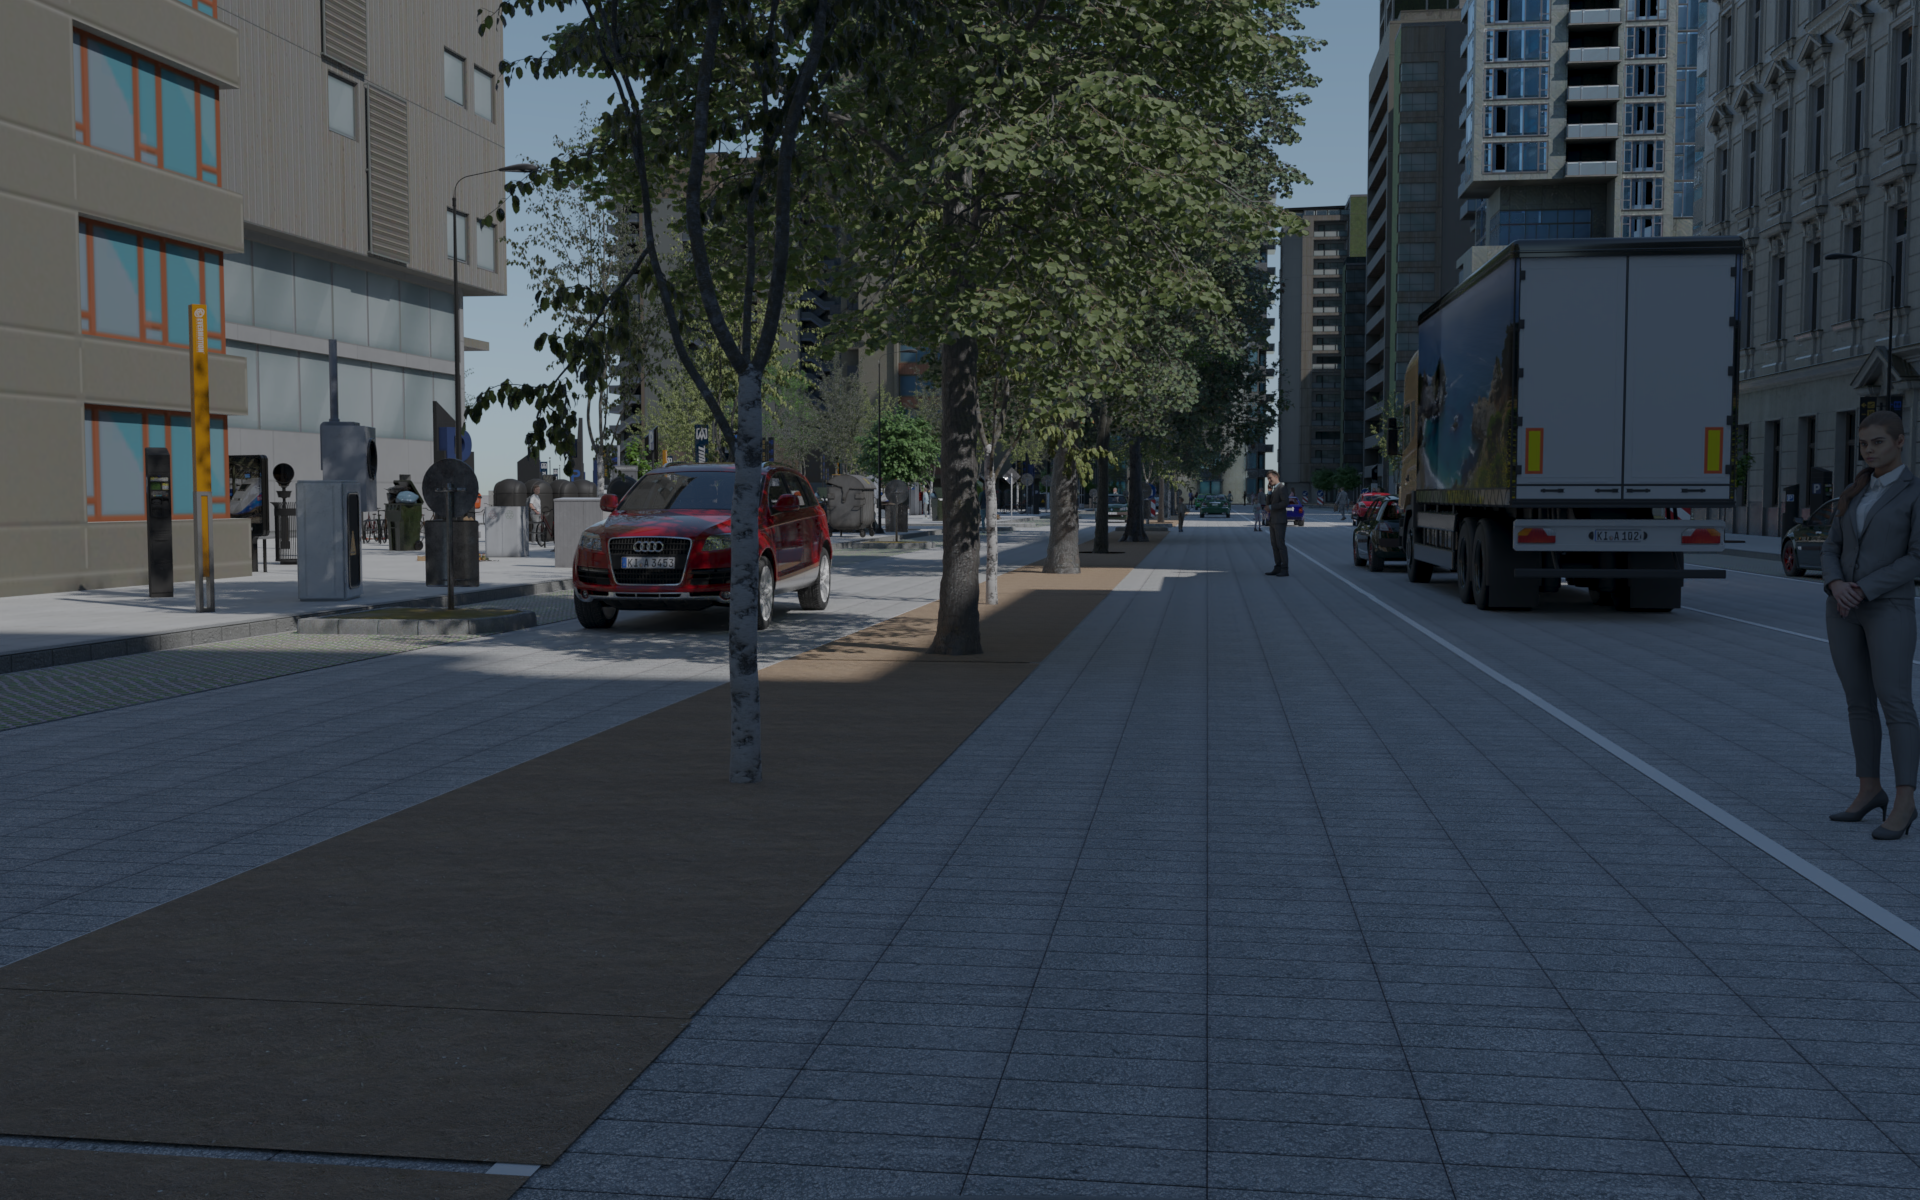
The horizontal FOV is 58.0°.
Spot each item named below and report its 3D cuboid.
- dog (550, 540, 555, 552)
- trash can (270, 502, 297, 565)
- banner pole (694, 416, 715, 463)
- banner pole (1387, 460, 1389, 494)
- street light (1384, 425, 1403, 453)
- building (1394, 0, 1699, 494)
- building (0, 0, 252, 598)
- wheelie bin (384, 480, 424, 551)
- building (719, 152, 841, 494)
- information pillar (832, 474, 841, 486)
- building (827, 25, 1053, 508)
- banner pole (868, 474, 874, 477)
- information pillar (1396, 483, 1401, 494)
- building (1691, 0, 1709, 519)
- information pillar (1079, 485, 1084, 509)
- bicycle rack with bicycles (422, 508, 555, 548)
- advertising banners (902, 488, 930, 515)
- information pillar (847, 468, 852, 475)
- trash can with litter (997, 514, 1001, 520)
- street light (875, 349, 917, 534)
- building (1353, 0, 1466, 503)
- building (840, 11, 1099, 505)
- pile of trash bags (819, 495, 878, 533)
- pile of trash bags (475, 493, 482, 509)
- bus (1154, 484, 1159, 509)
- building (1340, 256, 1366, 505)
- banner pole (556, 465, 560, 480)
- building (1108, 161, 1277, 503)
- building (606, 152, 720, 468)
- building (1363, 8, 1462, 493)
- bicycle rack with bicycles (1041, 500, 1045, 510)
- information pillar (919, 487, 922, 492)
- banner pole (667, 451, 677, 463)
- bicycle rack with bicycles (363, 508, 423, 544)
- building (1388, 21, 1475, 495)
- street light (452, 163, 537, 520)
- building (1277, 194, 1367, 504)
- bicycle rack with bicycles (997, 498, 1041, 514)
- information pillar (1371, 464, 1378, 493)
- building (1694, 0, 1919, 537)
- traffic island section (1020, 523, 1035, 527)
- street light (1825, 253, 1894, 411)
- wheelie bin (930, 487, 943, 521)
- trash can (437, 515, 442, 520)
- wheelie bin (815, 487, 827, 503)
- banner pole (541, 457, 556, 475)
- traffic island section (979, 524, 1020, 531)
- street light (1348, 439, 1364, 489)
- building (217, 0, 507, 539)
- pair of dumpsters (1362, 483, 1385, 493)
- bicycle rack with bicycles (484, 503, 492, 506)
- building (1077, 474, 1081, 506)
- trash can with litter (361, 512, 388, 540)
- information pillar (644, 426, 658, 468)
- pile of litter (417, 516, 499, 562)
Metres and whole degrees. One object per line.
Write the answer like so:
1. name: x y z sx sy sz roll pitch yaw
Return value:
1. dog: -8.839 -1.288 38.792 0.748 0.427 0.550 -1 4 -23
2. trash can: -12.155 -1.216 31.539 0.748 1.137 0.748 0 3 0
3. banner pole: -7.979 -3.949 54.584 0.863 3.779 0.401 1 4 15
4. banner pole: 31.786 -8.478 128.624 0.401 3.779 0.863 1 4 9
5. street light: 29.180 -8.799 116.403 1.470 5.913 1.316 0 4 8
6. building: 45.658 -49.823 127.285 22.319 86.520 31.000 0 4 8
7. building: -26.800 -10.341 14.113 27.650 21.520 28.899 0 4 8
8. wheelie bin: -12.582 -1.914 39.200 0.980 1.594 0.693 2 4 35
9. building: -21.381 -34.928 221.186 14.200 45.320 14.600 0 4 8
10. information pillar: -4.585 -3.700 64.982 0.304 2.012 0.304 2 4 31
11. building: -0.602 -31.273 165.931 22.147 44.769 28.867 0 4 8
12. banner pole: -6.877 -8.979 136.821 0.863 3.779 0.401 -1 4 -19
13. information pillar: 29.123 -6.747 114.798 0.304 2.012 0.304 -3 5 -44
14. building: 49.903 -28.116 79.313 30.456 49.044 23.786 0 4 8
15. information pillar: 10.260 -8.650 145.923 0.304 2.012 0.304 -2 4 -35
16. bicycle rack with bicycles: -11.082 -1.735 41.752 2.852 0.926 2.925 -2 4 -31
17. advertising banners: -2.491 -6.847 108.135 2.074 3.025 0.090 -1 4 -12
18. information pillar: -9.497 -9.635 148.882 0.504 3.616 0.183 0 4 1
19. trash can with litter: 1.601 -4.581 86.283 1.055 1.170 0.624 3 4 39
20. street light: -2.057 -5.086 55.705 1.470 5.913 1.316 0 4 8
21. building: 55.082 -46.024 190.739 20.563 71.187 20.611 0 4 8
22. building: 1.107 -55.047 212.692 31.000 86.520 22.319 0 4 8
23. pile of trash bags: -4.342 -2.992 58.668 3.447 1.369 1.912 2 4 35
24. pile of trash bags: -28.270 -5.291 96.257 3.447 1.369 1.912 -2 4 -35
25. bus: 17.795 -10.369 164.390 2.948 3.499 13.247 0 4 7
26. building: 53.367 -26.843 210.589 14.160 30.474 14.107 0 4 8
27. banner pole: -34.598 -9.717 148.892 0.863 3.779 0.401 -3 5 -40
28. building: 29.088 -38.304 245.877 30.456 49.044 23.786 0 4 8
29. building: -36.264 -35.065 223.420 14.200 45.320 14.600 0 4 8
30. building: 51.802 -33.440 170.450 21.300 48.544 21.600 0 4 8
31. bicycle rack with bicycles: 5.726 -7.928 143.012 2.925 0.926 2.852 0 4 6
32. information pillar: -2.875 -7.475 126.705 0.304 2.012 0.304 2 4 34
33. banner pole: -16.624 -6.721 99.900 0.863 3.779 0.401 -1 4 -22
34. bicycle rack with bicycles: -14.640 -1.958 45.389 2.852 0.926 2.925 0 4 1
35. building: 45.234 -28.741 153.508 14.154 41.232 14.086 0 4 8
36. street light: -6.615 -3.181 24.554 1.470 5.913 1.316 0 4 8
37. building: 51.235 -33.951 238.687 14.086 41.232 14.154 0 4 8
38. bicycle rack with bicycles: 3.179 -5.963 110.875 2.925 0.926 2.852 -1 4 -17
39. information pillar: 32.017 -8.710 133.761 0.504 3.616 0.183 -1 4 -9
40. building: 30.369 -15.949 37.186 17.030 29.872 44.131 0 4 8
41. traffic island section: 2.213 -3.269 75.725 2.009 0.180 2.903 0 4 8
42. street light: 17.374 -3.728 33.492 1.470 5.913 1.316 0 4 8
43. wheelie bin: -1.015 -4.546 82.232 0.980 1.594 0.693 -3 4 -37
44. trash can: -14.568 -2.302 49.292 0.748 1.137 0.748 0 3 0
45. wheelie bin: -6.467 -4.514 81.706 0.980 1.594 0.693 -2 4 -31
46. banner pole: -27.965 -7.779 117.207 0.863 3.779 0.401 -1 4 -18
47. traffic island section: 1.083 -2.785 67.820 2.009 0.180 2.903 0 4 8
48. street light: 33.648 -10.673 147.039 1.470 5.913 1.316 0 4 8
49. building: -31.555 -28.302 51.971 27.495 52.752 28.713 0 4 8
50. pair of dumpsters: 32.993 -8.305 138.278 1.574 2.255 4.437 1 4 8
51. bicycle rack with bicycles: -17.545 -3.389 68.793 2.852 0.926 2.925 -2 4 -26
52. building: 5.763 -25.474 188.202 14.160 30.474 14.107 0 4 8
53. trash can with litter: -16.528 -2.287 48.448 1.678 1.210 2.233 3 5 40
54. information pillar: -10.557 -4.160 59.369 0.504 3.616 0.183 -3 4 -37
55. pile of litter: -9.658 -1.177 33.213 1.719 0.858 1.176 3 4 37
